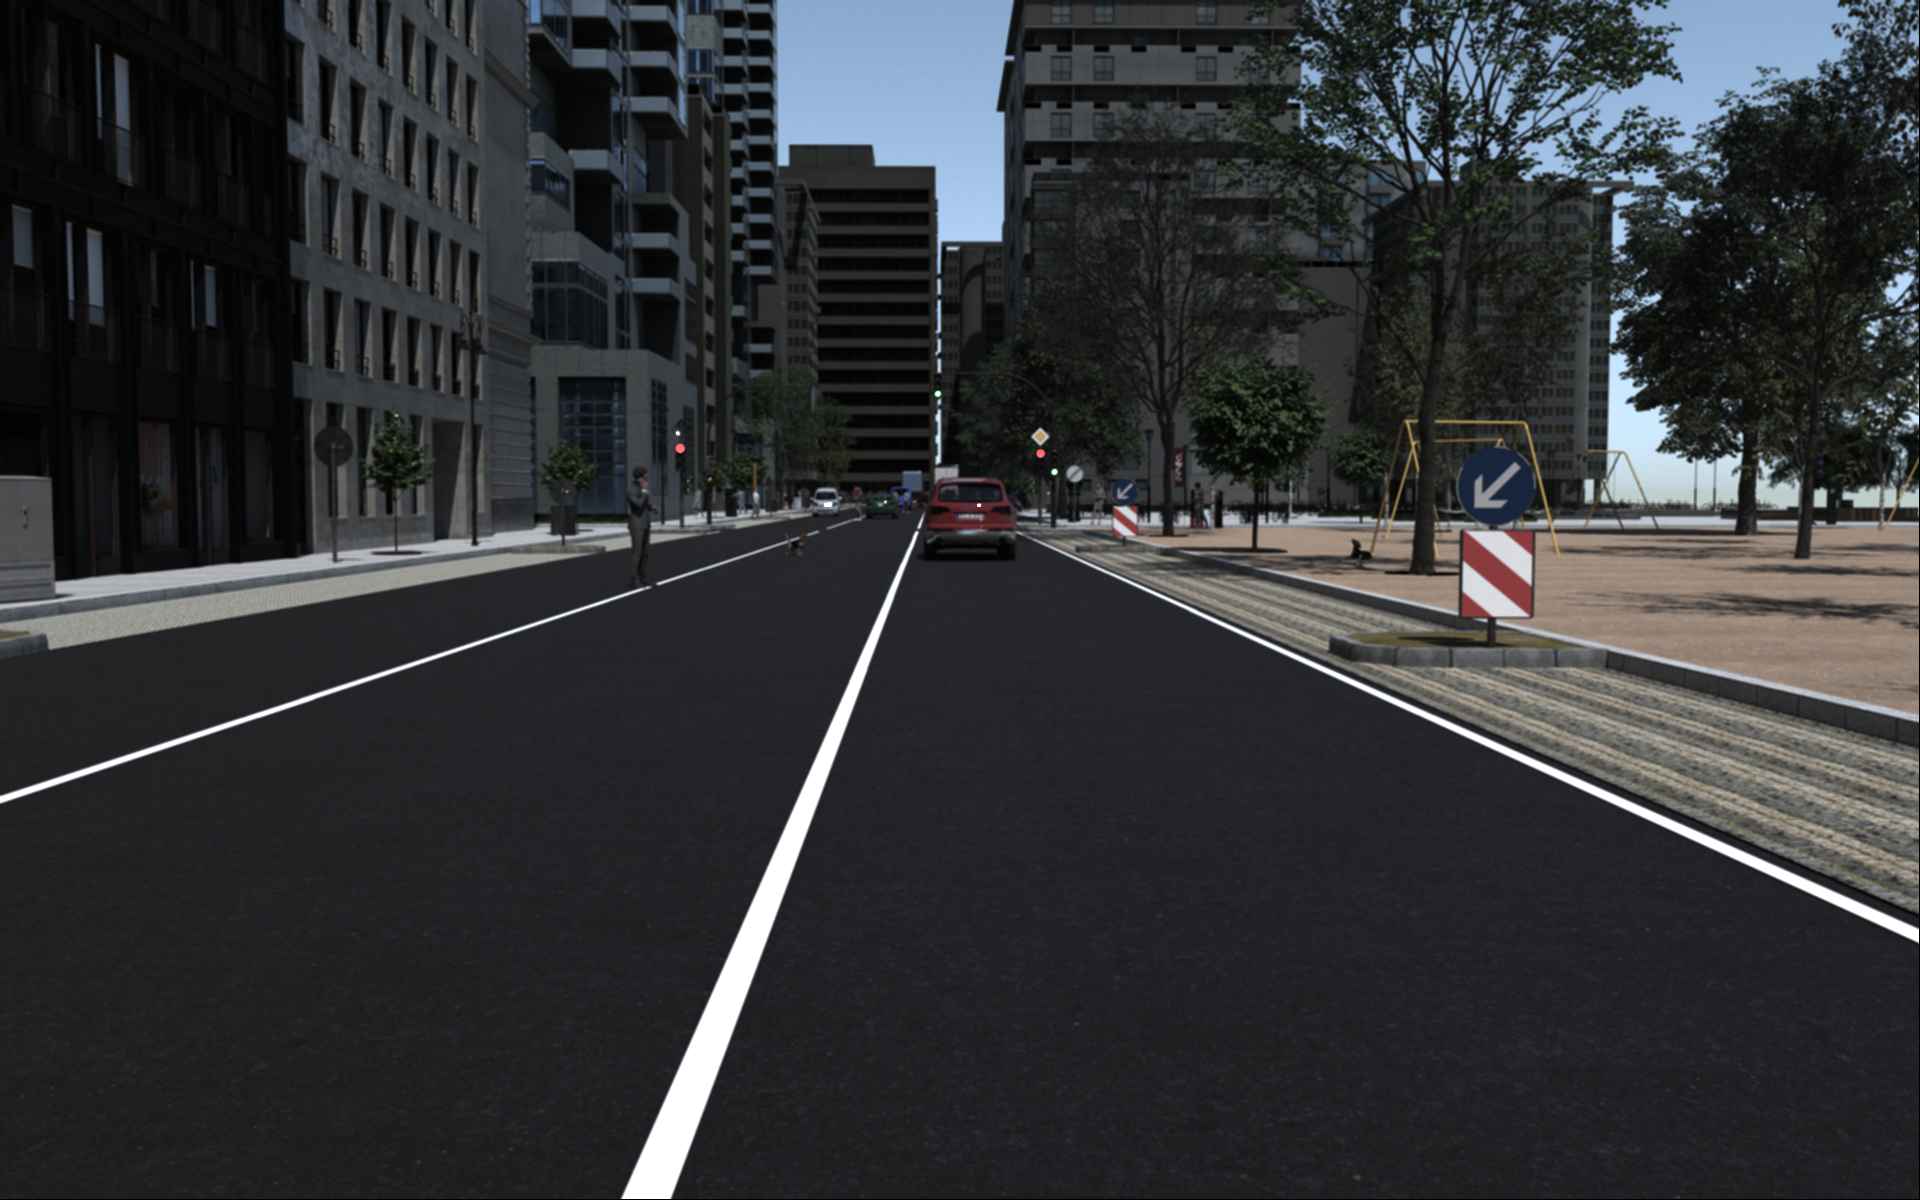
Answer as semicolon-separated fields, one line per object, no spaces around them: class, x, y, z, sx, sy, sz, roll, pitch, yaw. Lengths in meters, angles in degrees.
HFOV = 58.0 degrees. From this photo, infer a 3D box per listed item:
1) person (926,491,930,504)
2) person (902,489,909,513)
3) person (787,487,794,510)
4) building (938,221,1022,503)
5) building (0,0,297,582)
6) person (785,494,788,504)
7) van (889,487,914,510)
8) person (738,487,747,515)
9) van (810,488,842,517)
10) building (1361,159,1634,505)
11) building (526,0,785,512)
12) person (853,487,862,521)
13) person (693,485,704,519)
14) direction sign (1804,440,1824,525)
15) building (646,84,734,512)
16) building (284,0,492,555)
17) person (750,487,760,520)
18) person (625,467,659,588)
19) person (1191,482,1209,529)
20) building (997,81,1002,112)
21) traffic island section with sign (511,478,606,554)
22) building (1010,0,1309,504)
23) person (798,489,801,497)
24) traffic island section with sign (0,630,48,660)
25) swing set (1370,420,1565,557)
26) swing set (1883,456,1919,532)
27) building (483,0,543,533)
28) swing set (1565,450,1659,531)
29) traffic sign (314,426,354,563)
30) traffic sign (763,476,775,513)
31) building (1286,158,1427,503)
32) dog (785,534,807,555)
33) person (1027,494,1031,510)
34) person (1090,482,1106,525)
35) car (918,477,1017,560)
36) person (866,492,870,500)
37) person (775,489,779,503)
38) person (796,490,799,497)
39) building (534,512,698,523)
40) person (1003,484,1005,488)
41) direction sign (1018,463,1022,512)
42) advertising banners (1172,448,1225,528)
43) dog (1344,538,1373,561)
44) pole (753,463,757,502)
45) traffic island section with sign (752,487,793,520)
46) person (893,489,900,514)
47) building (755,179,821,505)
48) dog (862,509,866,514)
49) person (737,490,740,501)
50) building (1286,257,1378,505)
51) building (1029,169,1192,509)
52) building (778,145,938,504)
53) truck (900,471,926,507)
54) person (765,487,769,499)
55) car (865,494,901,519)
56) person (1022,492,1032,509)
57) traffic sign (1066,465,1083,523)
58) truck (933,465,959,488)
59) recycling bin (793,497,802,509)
person;-3.169;-10.383;178.786;0.750;1.759;0.617;-1;4;-16
person;-4.191;-7.664;133.817;0.660;1.820;0.620;2;4;31
person;-13.878;-8.323;142.030;0.656;1.842;0.836;2;4;25
building;8.830;-34.093;249.307;23.993;40.220;32.217;0;4;-1
building;-19.290;-12.006;25.969;12.332;23.373;15.834;0;4;-1
person;-18.477;-10.626;182.962;0.799;1.438;0.628;1;4;15
van;-5.211;-9.134;153.718;2.240;2.365;5.245;0;4;-1
person;-13.590;-6.166;107.688;0.563;1.720;0.643;-3;5;-40
van;-8.498;-6.306;110.112;2.013;2.044;4.112;0;4;-2
building;62.280;-31.499;206.882;23.993;40.220;32.217;0;4;-1
building;-27.387;-51.941;161.905;22.319;86.520;31.000;0;4;-1
person;-5.540;-5.222;93.853;0.580;1.828;0.573;2;4;24
person;-13.418;-5.012;88.739;0.466;1.731;0.760;2;4;24
direction sign;35.877;-4.942;72.804;0.876;3.537;0.379;0;4;-8
building;-23.860;-21.450;122.416;14.160;30.474;14.107;0;4;-1
building;-19.102;-11.505;42.863;10.420;20.320;16.860;0;4;-1
person;-11.282;-5.300;95.384;0.641;1.798;0.478;2;4;32
person;-4.809;-1.107;26.405;0.447;1.846;0.655;1;4;12
person;8.897;-3.511;64.281;0.563;1.720;0.643;-3;5;-39
building;19.210;-37.810;207.438;28.713;52.752;27.495;0;4;-1
traffic island section with sign;-9.731;-2.055;42.234;1.989;1.847;2.006;0;4;-1
building;19.553;-36.096;179.406;28.713;52.752;27.495;0;4;-1
person;-13.619;-8.644;147.938;0.524;1.755;0.480;-1;4;-16
traffic island section with sign;-9.307;-0.407;15.283;1.989;1.847;2.006;0;4;-1
swing set;10.661;-2.411;37.043;3.119;2.851;2.862;-1;4;-15
swing set;33.082;-3.693;58.007;2.862;2.851;3.119;0;4;-2
building;-24.498;-13.939;56.777;19.941;23.489;11.050;0;4;-1
swing set;23.190;-3.967;62.483;3.119;2.851;2.862;-3;5;-44
traffic sign;-11.706;-1.973;32.367;0.768;2.556;0.104;0;4;5
traffic sign;-13.273;-7.366;120.444;0.884;2.594;0.081;0;4;5
building;50.200;-38.287;245.595;30.456;49.044;23.786;0;4;-1
dog;-3.848;-1.307;40.661;0.540;0.507;0.406;0;4;-2
person;5.336;-7.526;133.769;0.362;1.253;0.373;2;4;35
person;5.796;-4.058;72.739;0.599;1.781;0.374;1;4;18
car;0.193;-1.871;39.259;2.281;1.827;5.304;0;4;-1
person;-8.550;-9.182;160.093;0.593;1.643;0.415;3;5;41
person;-15.590;-8.588;147.461;0.512;1.701;0.522;0;4;4
person;-14.725;-9.298;158.883;0.721;1.723;1.217;-1;4;-22
building;-25.296;-47.554;90.182;22.319;86.520;31.000;0;4;-1
person;1.454;-3.054;58.606;0.466;1.800;0.511;-2;4;-28
direction sign;4.344;-8.273;127.254;0.379;3.537;0.876;0;4;6
advertising banners;9.014;-4.246;65.609;2.074;3.025;0.090;1;4;21
dog;7.777;-0.984;33.820;0.550;0.427;0.748;1;4;13
pole;-13.318;-7.258;112.511;0.158;3.312;0.155;0;3;0
traffic island section with sign;-10.615;-5.443;97.617;1.989;1.847;2.006;0;4;-1
person;-4.495;-6.843;120.649;0.850;1.792;0.678;3;4;38
building;-28.859;-31.415;205.517;23.993;40.220;32.217;0;4;-1
dog;-6.797;-6.258;122.505;0.550;0.427;0.748;0;4;3
person;-18.209;-8.320;142.753;0.731;1.740;0.598;2;4;26
building;43.100;-27.125;215.197;14.107;30.474;14.160;0;4;-1
building;13.280;-23.638;158.189;14.160;30.474;14.107;0;4;-1
building;-13.944;-37.887;243.146;21.600;48.544;21.300;0;4;-1
truck;-5.684;-12.645;196.506;2.967;4.110;18.799;0;4;1
person;-13.460;-7.069;121.797;0.473;1.802;0.592;-1;4;-20
car;-4.604;-5.575;102.954;2.131;1.459;4.920;0;4;1
person;5.781;-8.652;147.769;0.850;1.792;0.678;2;4;30
traffic sign;5.065;-4.677;76.576;0.768;2.556;0.104;0;4;-1
truck;-1.301;-11.201;172.046;2.839;4.237;11.283;0;3;0
recycling bin;-13.666;-8.138;145.602;0.722;1.027;0.722;0;4;-5
